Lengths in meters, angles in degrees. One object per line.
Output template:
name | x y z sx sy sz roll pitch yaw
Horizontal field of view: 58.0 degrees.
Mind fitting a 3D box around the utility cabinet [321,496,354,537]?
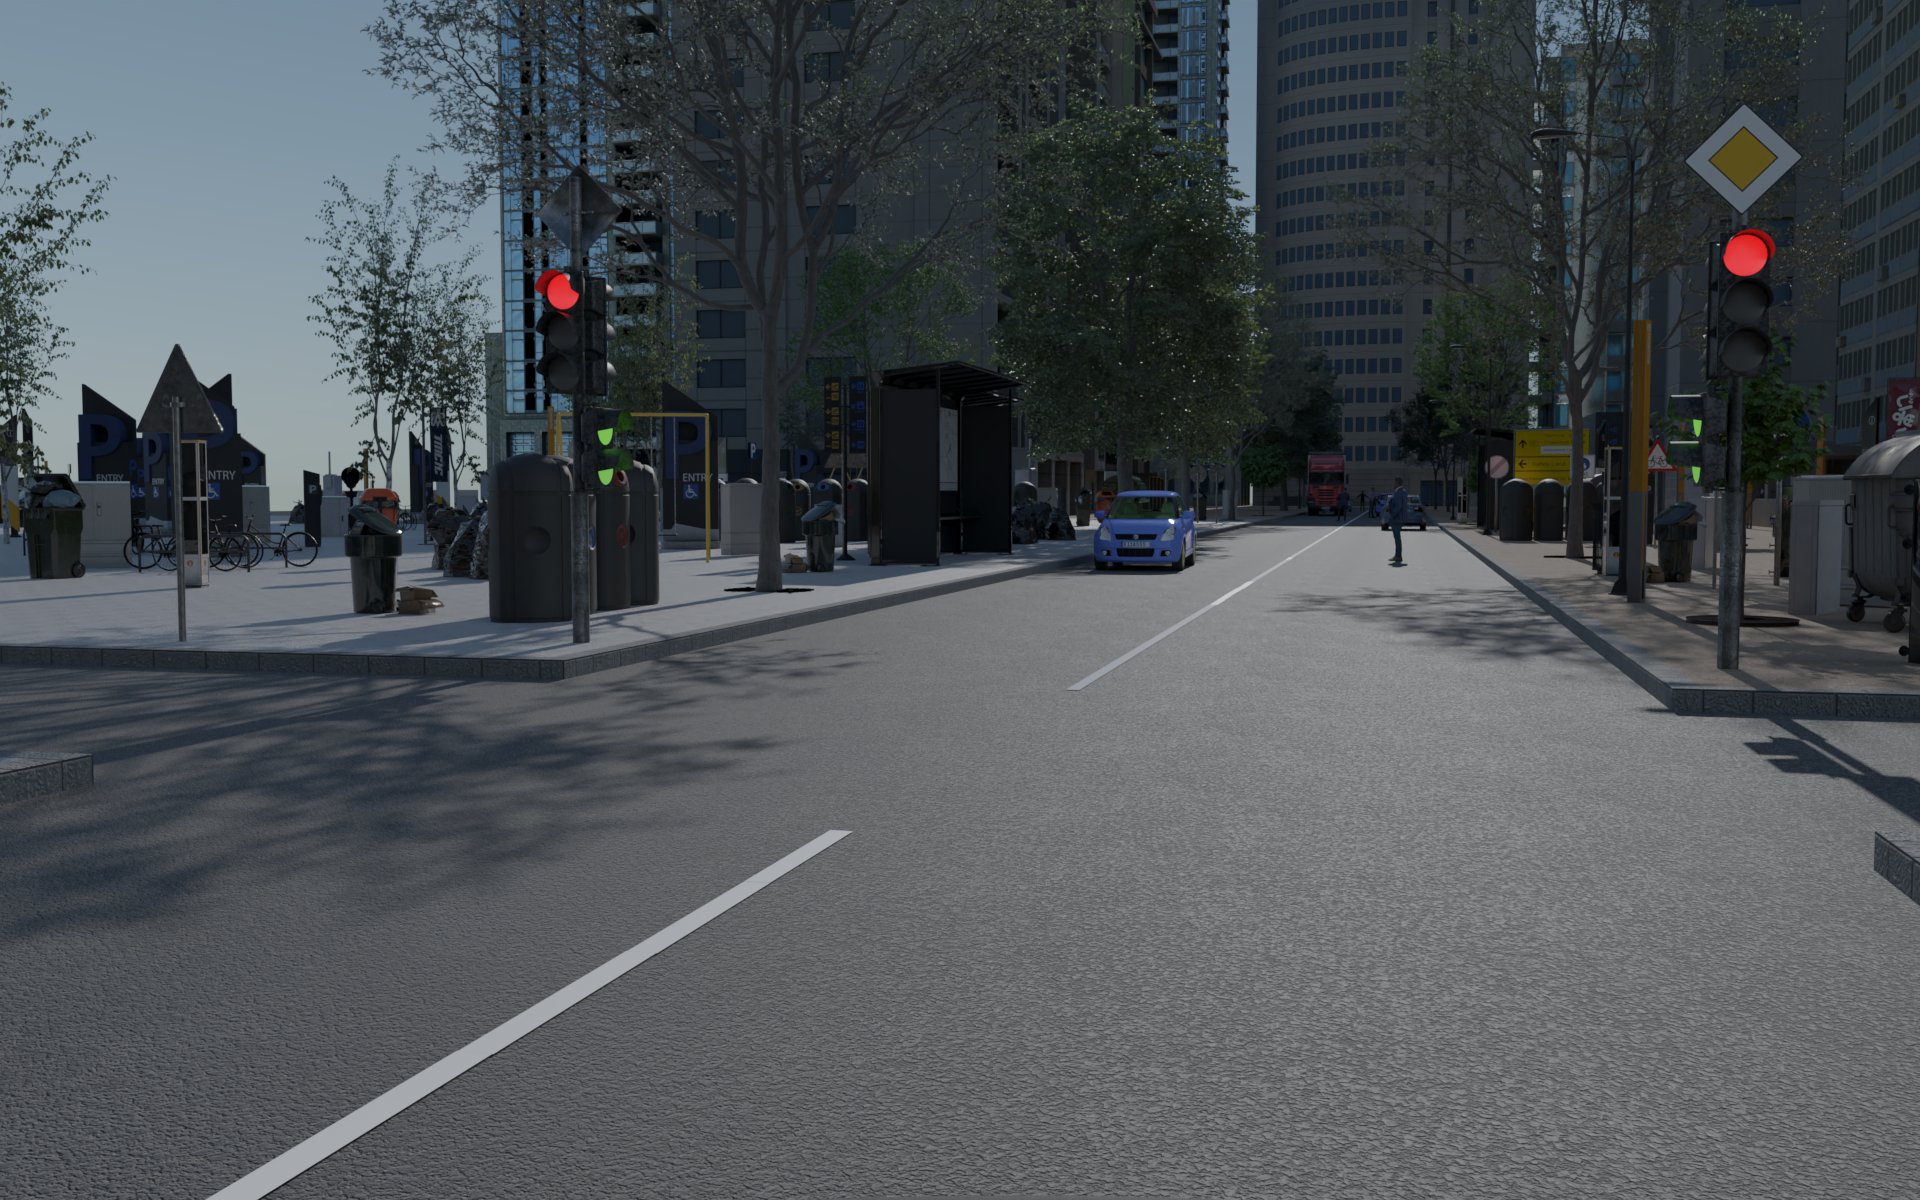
utility cabinet | -18.600 -2.472 51.584 1.020 1.237 0.306 -1 4 -21

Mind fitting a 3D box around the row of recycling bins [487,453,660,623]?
row of recycling bins | -4.185 -0.719 18.862 1.069 1.692 3.534 1 4 9

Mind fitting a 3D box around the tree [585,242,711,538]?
tree | -8.996 -6.096 50.032 4.360 8.622 3.978 0 3 0

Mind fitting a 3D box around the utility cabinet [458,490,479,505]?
utility cabinet | -25.438 -4.932 89.309 1.173 1.500 0.318 -1 4 -15

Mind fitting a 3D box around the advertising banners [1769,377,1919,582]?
advertising banners | 13.462 -1.842 26.298 2.074 3.025 0.090 1 4 20

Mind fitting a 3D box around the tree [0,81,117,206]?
tree | -13.896 -4.447 23.069 4.360 8.622 3.978 0 3 0

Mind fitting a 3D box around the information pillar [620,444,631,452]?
information pillar | -15.189 -5.336 78.598 0.504 3.616 0.183 0 4 -6

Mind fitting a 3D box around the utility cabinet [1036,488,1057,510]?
utility cabinet | 2.681 -3.081 59.057 1.173 1.500 0.318 -1 4 -12

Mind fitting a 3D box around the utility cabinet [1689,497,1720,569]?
utility cabinet | 12.815 -1.147 29.912 0.306 1.237 1.020 2 4 33

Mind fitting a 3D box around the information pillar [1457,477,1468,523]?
information pillar | 22.029 -4.370 75.946 0.304 2.012 0.304 -2 4 -24

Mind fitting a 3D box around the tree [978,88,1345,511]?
tree | 5.052 -8.977 53.427 9.857 13.997 8.962 0 3 0

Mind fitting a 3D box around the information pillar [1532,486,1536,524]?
information pillar | 20.584 -4.341 62.325 0.504 3.616 0.183 -2 4 -33

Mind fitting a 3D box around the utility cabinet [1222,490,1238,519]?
utility cabinet | 13.604 -4.809 87.309 0.318 1.500 1.173 2 4 33

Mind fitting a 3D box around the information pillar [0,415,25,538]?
information pillar | -28.018 -3.652 51.068 0.504 3.616 0.183 0 4 -7

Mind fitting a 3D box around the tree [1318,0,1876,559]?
tree | 12.258 -7.567 34.086 12.009 13.543 11.850 0 3 0

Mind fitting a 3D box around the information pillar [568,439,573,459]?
information pillar | -15.613 -4.799 69.819 0.504 3.616 0.183 3 5 43

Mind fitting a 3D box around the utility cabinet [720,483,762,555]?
utility cabinet | -4.474 -1.679 36.124 0.318 1.500 1.173 3 4 38

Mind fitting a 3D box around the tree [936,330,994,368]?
tree | -0.279 -7.777 77.522 4.737 8.622 4.395 0 3 0

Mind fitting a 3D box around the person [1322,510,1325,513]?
person | 27.293 -7.432 130.021 0.705 1.824 1.348 1 4 22

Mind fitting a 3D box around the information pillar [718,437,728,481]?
information pillar | -9.652 -4.850 70.645 0.504 3.616 0.183 3 5 39

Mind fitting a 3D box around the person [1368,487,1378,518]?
person | 24.611 -5.785 102.959 0.599 1.838 0.709 3 4 37

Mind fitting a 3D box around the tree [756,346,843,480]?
tree | -8.120 -8.349 86.875 4.360 8.622 3.978 0 3 0

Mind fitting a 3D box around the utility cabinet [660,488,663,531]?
utility cabinet | -9.930 -3.086 59.134 0.318 1.500 1.173 0 4 8

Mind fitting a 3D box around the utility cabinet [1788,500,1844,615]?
utility cabinet | 9.254 -0.464 18.742 0.306 1.237 1.020 3 5 40

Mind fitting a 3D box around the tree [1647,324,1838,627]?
tree | 7.625 -1.375 17.089 1.663 3.219 1.824 0 3 0

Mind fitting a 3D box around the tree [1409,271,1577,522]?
tree | 24.506 -9.428 79.900 9.928 11.665 9.643 0 3 0

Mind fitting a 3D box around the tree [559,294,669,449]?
tree | -12.571 -6.899 63.155 4.737 8.622 4.395 0 3 0

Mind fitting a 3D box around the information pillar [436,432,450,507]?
information pillar | -18.235 -4.268 61.131 0.504 3.616 0.183 -1 4 -12

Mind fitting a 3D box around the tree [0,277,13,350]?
tree | -22.716 -5.318 37.313 4.737 8.622 4.395 0 3 0

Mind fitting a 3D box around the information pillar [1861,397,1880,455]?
information pillar | 22.096 -3.102 42.071 0.183 3.616 0.504 -1 4 -12

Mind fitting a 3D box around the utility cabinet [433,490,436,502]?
utility cabinet | -25.388 -4.593 83.782 1.173 1.500 0.318 -3 5 -44

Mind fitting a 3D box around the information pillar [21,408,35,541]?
information pillar | -25.530 -3.433 47.486 0.183 3.616 0.504 0 4 -6

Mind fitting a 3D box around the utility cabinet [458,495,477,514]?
utility cabinet | -23.527 -4.358 82.422 1.020 1.237 0.306 -1 4 -9

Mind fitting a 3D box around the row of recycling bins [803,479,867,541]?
row of recycling bins | -3.245 -2.463 47.391 3.534 1.692 1.069 1 4 20

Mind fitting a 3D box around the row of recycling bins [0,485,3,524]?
row of recycling bins | -41.904 -4.096 74.089 1.069 1.692 3.534 1 4 10

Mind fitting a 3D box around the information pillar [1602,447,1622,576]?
information pillar | 10.262 -1.384 27.124 0.304 2.012 0.304 1 4 10

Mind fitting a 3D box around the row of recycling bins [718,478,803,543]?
row of recycling bins | -5.974 -2.312 44.916 3.534 1.692 1.069 -2 4 -29

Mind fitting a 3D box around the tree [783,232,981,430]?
tree | -3.101 -8.659 67.329 9.928 11.665 9.643 0 3 0

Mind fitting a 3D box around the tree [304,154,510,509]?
tree | -12.638 -5.398 38.615 4.360 8.622 3.978 0 3 0

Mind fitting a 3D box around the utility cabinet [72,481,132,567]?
utility cabinet | -15.042 -1.308 30.068 1.173 1.500 0.318 -2 4 -25

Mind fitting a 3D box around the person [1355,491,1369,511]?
person | 33.335 -8.199 143.374 1.217 1.723 0.721 1 4 21

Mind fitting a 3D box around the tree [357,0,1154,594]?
tree | -2.402 -6.856 22.463 12.009 13.543 11.850 0 3 0

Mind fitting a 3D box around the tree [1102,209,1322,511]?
tree | 8.912 -9.253 69.420 7.486 12.596 7.792 0 3 0

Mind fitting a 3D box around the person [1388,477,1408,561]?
person | 9.380 -1.737 37.082 0.419 1.800 0.721 1 4 19

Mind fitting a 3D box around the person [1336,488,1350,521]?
person | 20.212 -5.048 91.478 0.683 1.767 0.568 0 4 2

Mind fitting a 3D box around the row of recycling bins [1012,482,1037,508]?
row of recycling bins | 0.812 -3.092 57.669 3.534 1.692 1.069 0 4 0

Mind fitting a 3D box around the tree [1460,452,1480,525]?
tree | 21.397 -4.719 71.753 1.663 3.219 1.824 0 3 0

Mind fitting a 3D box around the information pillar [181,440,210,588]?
information pillar | -10.506 -1.176 23.723 0.304 2.012 0.304 0 4 -3

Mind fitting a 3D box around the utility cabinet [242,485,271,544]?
utility cabinet | -18.165 -2.163 44.045 0.318 1.500 1.173 3 5 40

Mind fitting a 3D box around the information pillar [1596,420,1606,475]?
information pillar | 20.295 -3.887 54.907 0.183 3.616 0.504 3 5 44

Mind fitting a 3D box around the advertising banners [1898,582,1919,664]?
advertising banners | 7.293 -0.978 12.170 0.090 3.025 2.074 0 4 -3

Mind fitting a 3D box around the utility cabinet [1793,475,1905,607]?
utility cabinet | 10.181 -0.683 19.840 0.318 1.500 1.173 -3 5 -42

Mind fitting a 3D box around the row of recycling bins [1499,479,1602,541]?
row of recycling bins | 16.709 -2.489 47.809 3.534 1.692 1.069 0 4 -3
